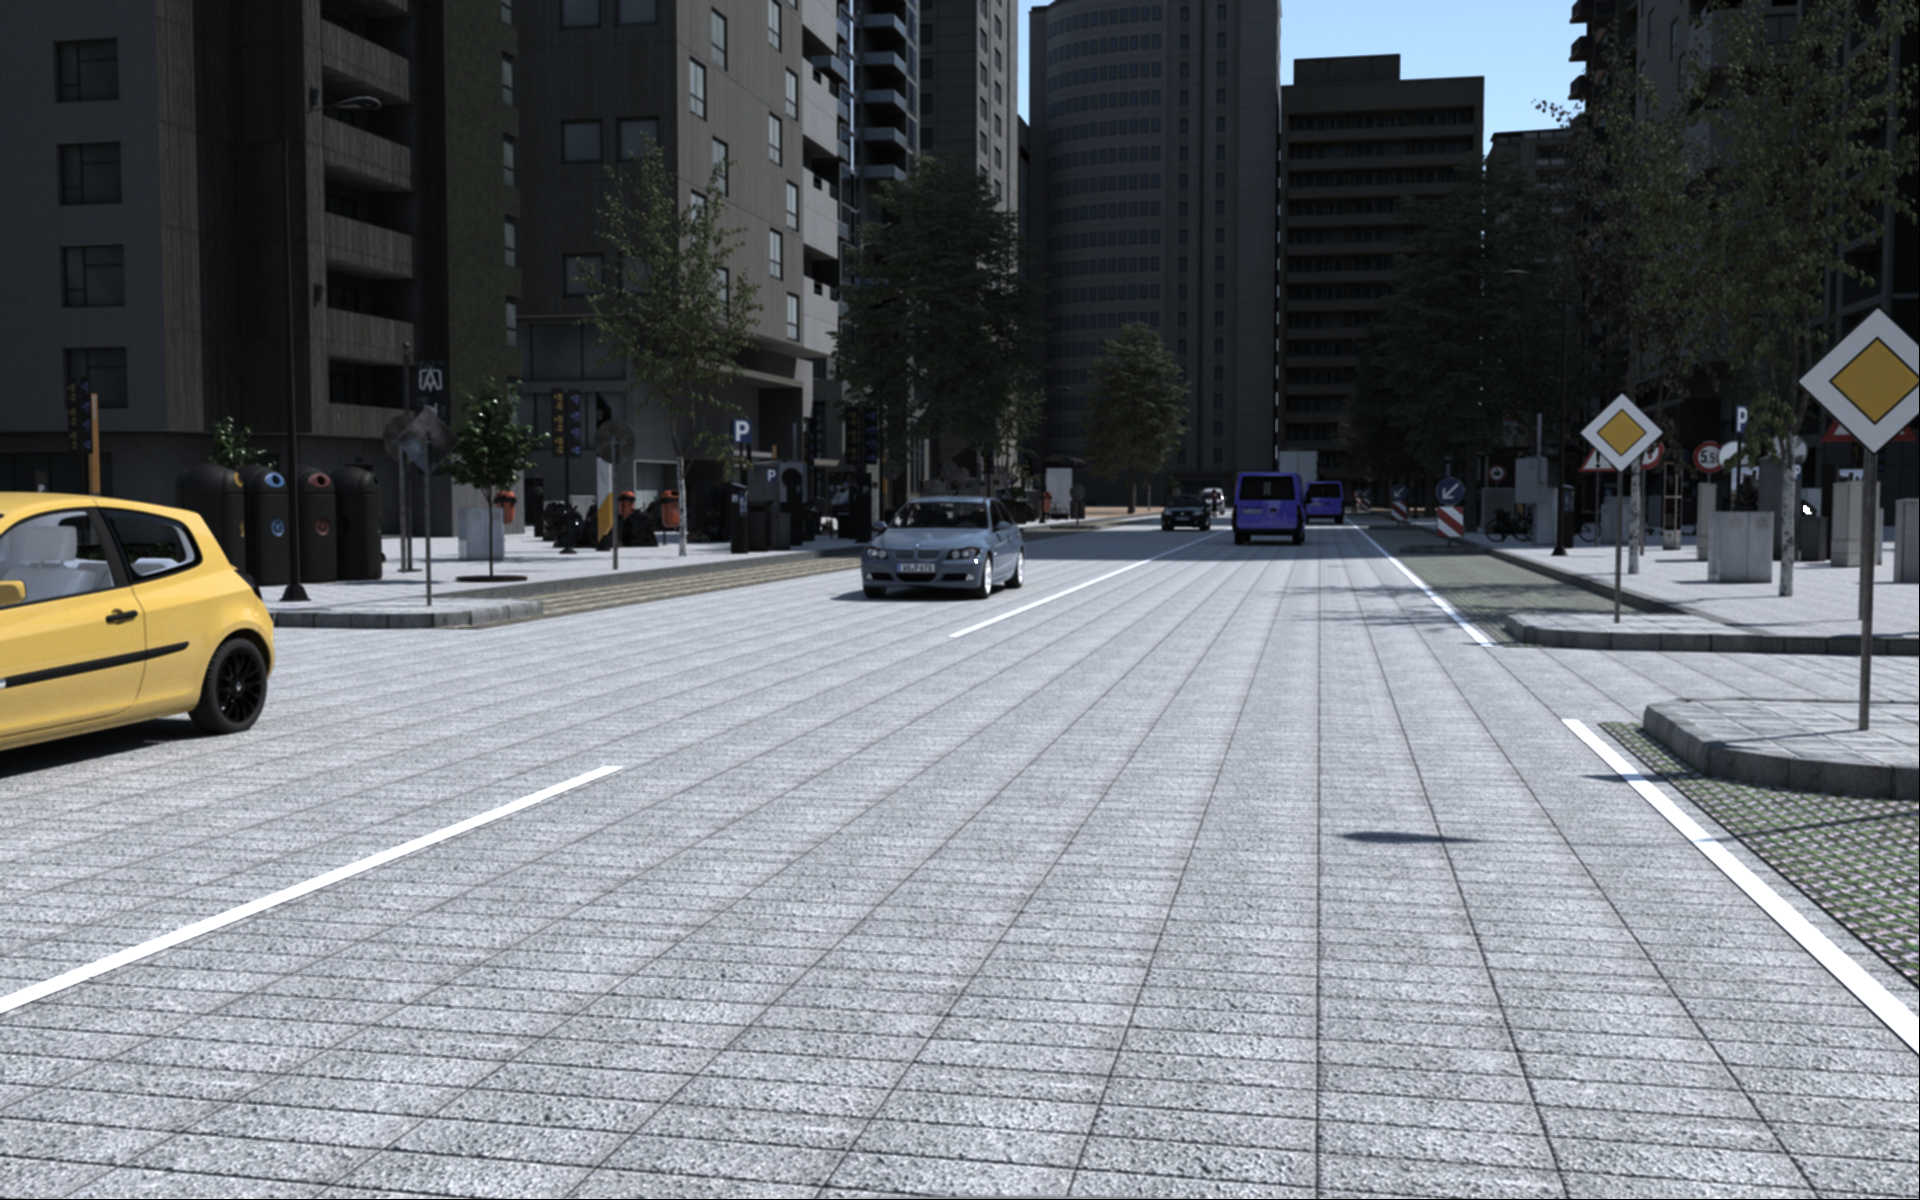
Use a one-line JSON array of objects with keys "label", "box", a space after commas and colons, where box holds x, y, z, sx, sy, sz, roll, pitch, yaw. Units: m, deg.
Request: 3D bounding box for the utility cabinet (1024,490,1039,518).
[{"label": "utility cabinet", "box": [3.689, -5.169, 93.184, 1.173, 1.500, 0.318, -1, 4, -17]}]

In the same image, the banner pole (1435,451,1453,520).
[{"label": "banner pole", "box": [23.961, -5.848, 85.639, 0.863, 3.779, 0.401, 1, 4, 20]}]

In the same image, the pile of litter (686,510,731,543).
[{"label": "pile of litter", "box": [-6.833, -1.978, 46.298, 1.176, 0.858, 1.719, 3, 5, 45]}]

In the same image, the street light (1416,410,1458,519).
[{"label": "street light", "box": [17.532, -5.539, 63.097, 1.470, 5.913, 1.316, 1, 4, 12]}]

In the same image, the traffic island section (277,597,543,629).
[{"label": "traffic island section", "box": [-6.111, 0.147, 19.872, 2.009, 0.180, 2.903, 1, 4, 12]}]

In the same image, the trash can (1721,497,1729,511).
[{"label": "trash can", "box": [36.537, -4.318, 82.258, 0.748, 1.137, 0.748, 0, 3, 0]}]

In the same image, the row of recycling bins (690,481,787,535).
[{"label": "row of recycling bins", "box": [-6.988, -2.956, 55.447, 3.534, 1.692, 1.069, -3, 5, -41]}]

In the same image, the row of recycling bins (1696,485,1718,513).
[{"label": "row of recycling bins", "box": [33.637, -4.378, 78.689, 1.069, 1.692, 3.534, 3, 4, 38]}]

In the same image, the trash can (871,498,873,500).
[{"label": "trash can", "box": [-3.295, -2.852, 58.288, 0.748, 1.137, 0.748, 0, 3, 0]}]

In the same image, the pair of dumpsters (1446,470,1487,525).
[{"label": "pair of dumpsters", "box": [21.158, -4.293, 72.681, 1.574, 2.255, 4.437, 1, 4, 12]}]

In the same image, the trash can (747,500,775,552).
[{"label": "trash can", "box": [-4.510, -1.654, 38.691, 0.748, 1.137, 0.748, 0, 3, 0]}]

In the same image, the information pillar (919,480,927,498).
[{"label": "information pillar", "box": [-1.919, -5.202, 89.546, 0.304, 2.012, 0.304, 2, 4, 29]}]

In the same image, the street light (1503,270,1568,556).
[{"label": "street light", "box": [11.964, -3.883, 36.024, 1.470, 5.913, 1.316, 1, 4, 12]}]

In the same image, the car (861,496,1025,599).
[{"label": "car", "box": [-0.158, -0.815, 25.320, 2.014, 1.417, 4.499, 1, 4, 11]}]

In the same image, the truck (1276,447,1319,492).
[{"label": "truck", "box": [21.177, -7.350, 109.087, 2.839, 4.237, 11.283, 1, 4, 10]}]

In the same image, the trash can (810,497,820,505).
[{"label": "trash can", "box": [-6.699, -4.087, 78.482, 0.748, 1.137, 0.748, 0, 3, 0]}]

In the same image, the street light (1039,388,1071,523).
[{"label": "street light", "box": [4.151, -6.320, 75.869, 1.470, 5.913, 1.316, 1, 4, 12]}]

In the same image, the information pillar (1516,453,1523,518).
[{"label": "information pillar", "box": [27.772, -5.787, 85.966, 0.504, 3.616, 0.183, -3, 4, -37]}]

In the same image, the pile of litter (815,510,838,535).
[{"label": "pile of litter", "box": [-4.352, -2.498, 54.808, 1.176, 0.858, 1.719, 1, 4, 22]}]

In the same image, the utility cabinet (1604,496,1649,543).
[{"label": "utility cabinet", "box": [17.647, -2.131, 46.000, 1.020, 1.237, 0.306, 1, 4, 11]}]

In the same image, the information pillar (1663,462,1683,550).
[{"label": "information pillar", "box": [16.378, -2.159, 39.798, 0.304, 2.012, 0.304, 3, 5, 45]}]

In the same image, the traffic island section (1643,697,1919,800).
[{"label": "traffic island section", "box": [4.936, 0.786, 9.426, 2.009, 0.180, 2.903, 1, 4, 12]}]

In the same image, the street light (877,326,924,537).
[{"label": "street light", "box": [-1.673, -4.621, 48.098, 1.470, 5.913, 1.316, 1, 4, 12]}]

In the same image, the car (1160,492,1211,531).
[{"label": "car", "box": [8.962, -3.592, 68.515, 2.009, 1.686, 4.222, 1, 4, 12]}]

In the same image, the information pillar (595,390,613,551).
[{"label": "information pillar", "box": [-7.984, -2.906, 38.862, 0.504, 3.616, 0.183, 3, 5, 44]}]

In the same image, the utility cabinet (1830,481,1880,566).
[{"label": "utility cabinet", "box": [15.826, -1.343, 30.632, 1.173, 1.500, 0.318, -3, 4, -39]}]

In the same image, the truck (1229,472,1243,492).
[{"label": "truck", "box": [25.871, -9.652, 153.729, 3.469, 3.379, 9.791, 1, 4, 12]}]

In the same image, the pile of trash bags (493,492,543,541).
[{"label": "pile of trash bags", "box": [-11.198, -2.327, 47.804, 3.447, 1.369, 1.912, 0, 4, 6]}]

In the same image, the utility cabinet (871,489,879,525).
[{"label": "utility cabinet", "box": [-3.711, -3.780, 70.487, 0.318, 1.500, 1.173, -3, 5, -43]}]

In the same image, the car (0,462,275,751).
[{"label": "car", "box": [-5.421, 0.063, 9.190, 2.015, 1.641, 3.980, 1, 4, 12]}]

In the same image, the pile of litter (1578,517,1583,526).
[{"label": "pile of litter", "box": [22.667, -3.125, 65.059, 1.719, 0.858, 1.176, -1, 4, -21]}]

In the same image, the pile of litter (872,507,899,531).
[{"label": "pile of litter", "box": [-2.529, -2.817, 60.016, 1.176, 0.858, 1.719, -3, 5, -44]}]

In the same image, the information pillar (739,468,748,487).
[{"label": "information pillar", "box": [-6.160, -2.767, 49.727, 0.304, 2.012, 0.304, 1, 4, 11]}]

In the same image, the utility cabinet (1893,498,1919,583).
[{"label": "utility cabinet", "box": [14.154, -0.855, 25.144, 1.020, 1.237, 0.306, 0, 4, 5]}]

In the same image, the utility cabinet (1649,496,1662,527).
[{"label": "utility cabinet", "box": [27.192, -3.421, 67.091, 0.306, 1.237, 1.020, -3, 4, -39]}]

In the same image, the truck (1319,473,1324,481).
[{"label": "truck", "box": [24.740, -7.994, 126.618, 3.469, 3.379, 9.791, 1, 4, 13]}]

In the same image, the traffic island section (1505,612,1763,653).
[{"label": "traffic island section", "box": [6.560, 0.308, 17.245, 2.009, 0.180, 2.903, 1, 4, 12]}]

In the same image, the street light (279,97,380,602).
[{"label": "street light", "box": [-7.464, -2.935, 20.527, 1.470, 5.913, 1.316, 1, 4, 12]}]

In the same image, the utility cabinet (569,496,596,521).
[{"label": "utility cabinet", "box": [-14.174, -3.291, 64.963, 1.020, 1.237, 0.306, -3, 5, -42]}]

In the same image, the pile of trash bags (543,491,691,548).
[{"label": "pile of trash bags", "box": [-8.146, -1.998, 42.417, 1.912, 1.369, 3.447, 3, 4, 38]}]

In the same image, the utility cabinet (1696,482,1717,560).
[{"label": "utility cabinet", "box": [14.447, -1.518, 33.491, 0.318, 1.500, 1.173, 1, 4, 21]}]

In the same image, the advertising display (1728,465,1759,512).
[{"label": "advertising display", "box": [17.270, -1.998, 37.874, 0.123, 1.923, 0.974, -2, 4, -30]}]

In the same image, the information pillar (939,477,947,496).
[{"label": "information pillar", "box": [-0.726, -4.172, 72.711, 0.304, 2.012, 0.304, 1, 4, 10]}]

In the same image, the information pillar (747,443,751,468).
[{"label": "information pillar", "box": [-8.857, -4.976, 72.707, 0.183, 3.616, 0.504, -1, 4, -20]}]

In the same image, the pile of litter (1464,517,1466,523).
[{"label": "pile of litter", "box": [21.711, -3.797, 76.053, 1.719, 0.858, 1.176, -2, 4, -31]}]

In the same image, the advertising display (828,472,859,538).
[{"label": "advertising display", "box": [-3.366, -2.751, 50.194, 0.974, 1.923, 0.123, 2, 4, 26]}]

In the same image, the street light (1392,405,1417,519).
[{"label": "street light", "box": [23.191, -7.193, 90.152, 1.470, 5.913, 1.316, 1, 4, 12]}]

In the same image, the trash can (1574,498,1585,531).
[{"label": "trash can", "box": [20.168, -2.777, 57.056, 0.748, 1.137, 0.748, 0, 3, 0]}]

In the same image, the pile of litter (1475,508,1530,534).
[{"label": "pile of litter", "box": [17.525, -2.561, 55.832, 1.176, 0.858, 1.719, -3, 5, -43]}]

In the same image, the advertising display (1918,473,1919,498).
[{"label": "advertising display", "box": [27.428, -2.653, 48.598, 0.974, 1.923, 0.123, 3, 5, 40]}]

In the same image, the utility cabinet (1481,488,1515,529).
[{"label": "utility cabinet", "box": [19.717, -3.351, 63.466, 1.173, 1.500, 0.318, -1, 4, -10]}]

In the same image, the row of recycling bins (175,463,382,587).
[{"label": "row of recycling bins", "box": [-9.675, -1.074, 24.677, 1.069, 1.692, 3.534, 1, 4, 22]}]

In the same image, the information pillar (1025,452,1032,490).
[{"label": "information pillar", "box": [3.700, -6.266, 93.799, 0.504, 3.616, 0.183, 3, 5, 40]}]

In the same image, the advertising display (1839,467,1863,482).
[{"label": "advertising display", "box": [21.354, -2.238, 41.798, 0.974, 1.923, 0.123, 2, 4, 33]}]

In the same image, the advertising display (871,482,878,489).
[{"label": "advertising display", "box": [-4.746, -5.412, 93.700, 0.123, 1.923, 0.974, 2, 4, 28]}]

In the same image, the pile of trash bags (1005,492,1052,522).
[{"label": "pile of trash bags", "box": [2.814, -4.353, 80.930, 3.447, 1.369, 1.912, -2, 4, -32]}]
